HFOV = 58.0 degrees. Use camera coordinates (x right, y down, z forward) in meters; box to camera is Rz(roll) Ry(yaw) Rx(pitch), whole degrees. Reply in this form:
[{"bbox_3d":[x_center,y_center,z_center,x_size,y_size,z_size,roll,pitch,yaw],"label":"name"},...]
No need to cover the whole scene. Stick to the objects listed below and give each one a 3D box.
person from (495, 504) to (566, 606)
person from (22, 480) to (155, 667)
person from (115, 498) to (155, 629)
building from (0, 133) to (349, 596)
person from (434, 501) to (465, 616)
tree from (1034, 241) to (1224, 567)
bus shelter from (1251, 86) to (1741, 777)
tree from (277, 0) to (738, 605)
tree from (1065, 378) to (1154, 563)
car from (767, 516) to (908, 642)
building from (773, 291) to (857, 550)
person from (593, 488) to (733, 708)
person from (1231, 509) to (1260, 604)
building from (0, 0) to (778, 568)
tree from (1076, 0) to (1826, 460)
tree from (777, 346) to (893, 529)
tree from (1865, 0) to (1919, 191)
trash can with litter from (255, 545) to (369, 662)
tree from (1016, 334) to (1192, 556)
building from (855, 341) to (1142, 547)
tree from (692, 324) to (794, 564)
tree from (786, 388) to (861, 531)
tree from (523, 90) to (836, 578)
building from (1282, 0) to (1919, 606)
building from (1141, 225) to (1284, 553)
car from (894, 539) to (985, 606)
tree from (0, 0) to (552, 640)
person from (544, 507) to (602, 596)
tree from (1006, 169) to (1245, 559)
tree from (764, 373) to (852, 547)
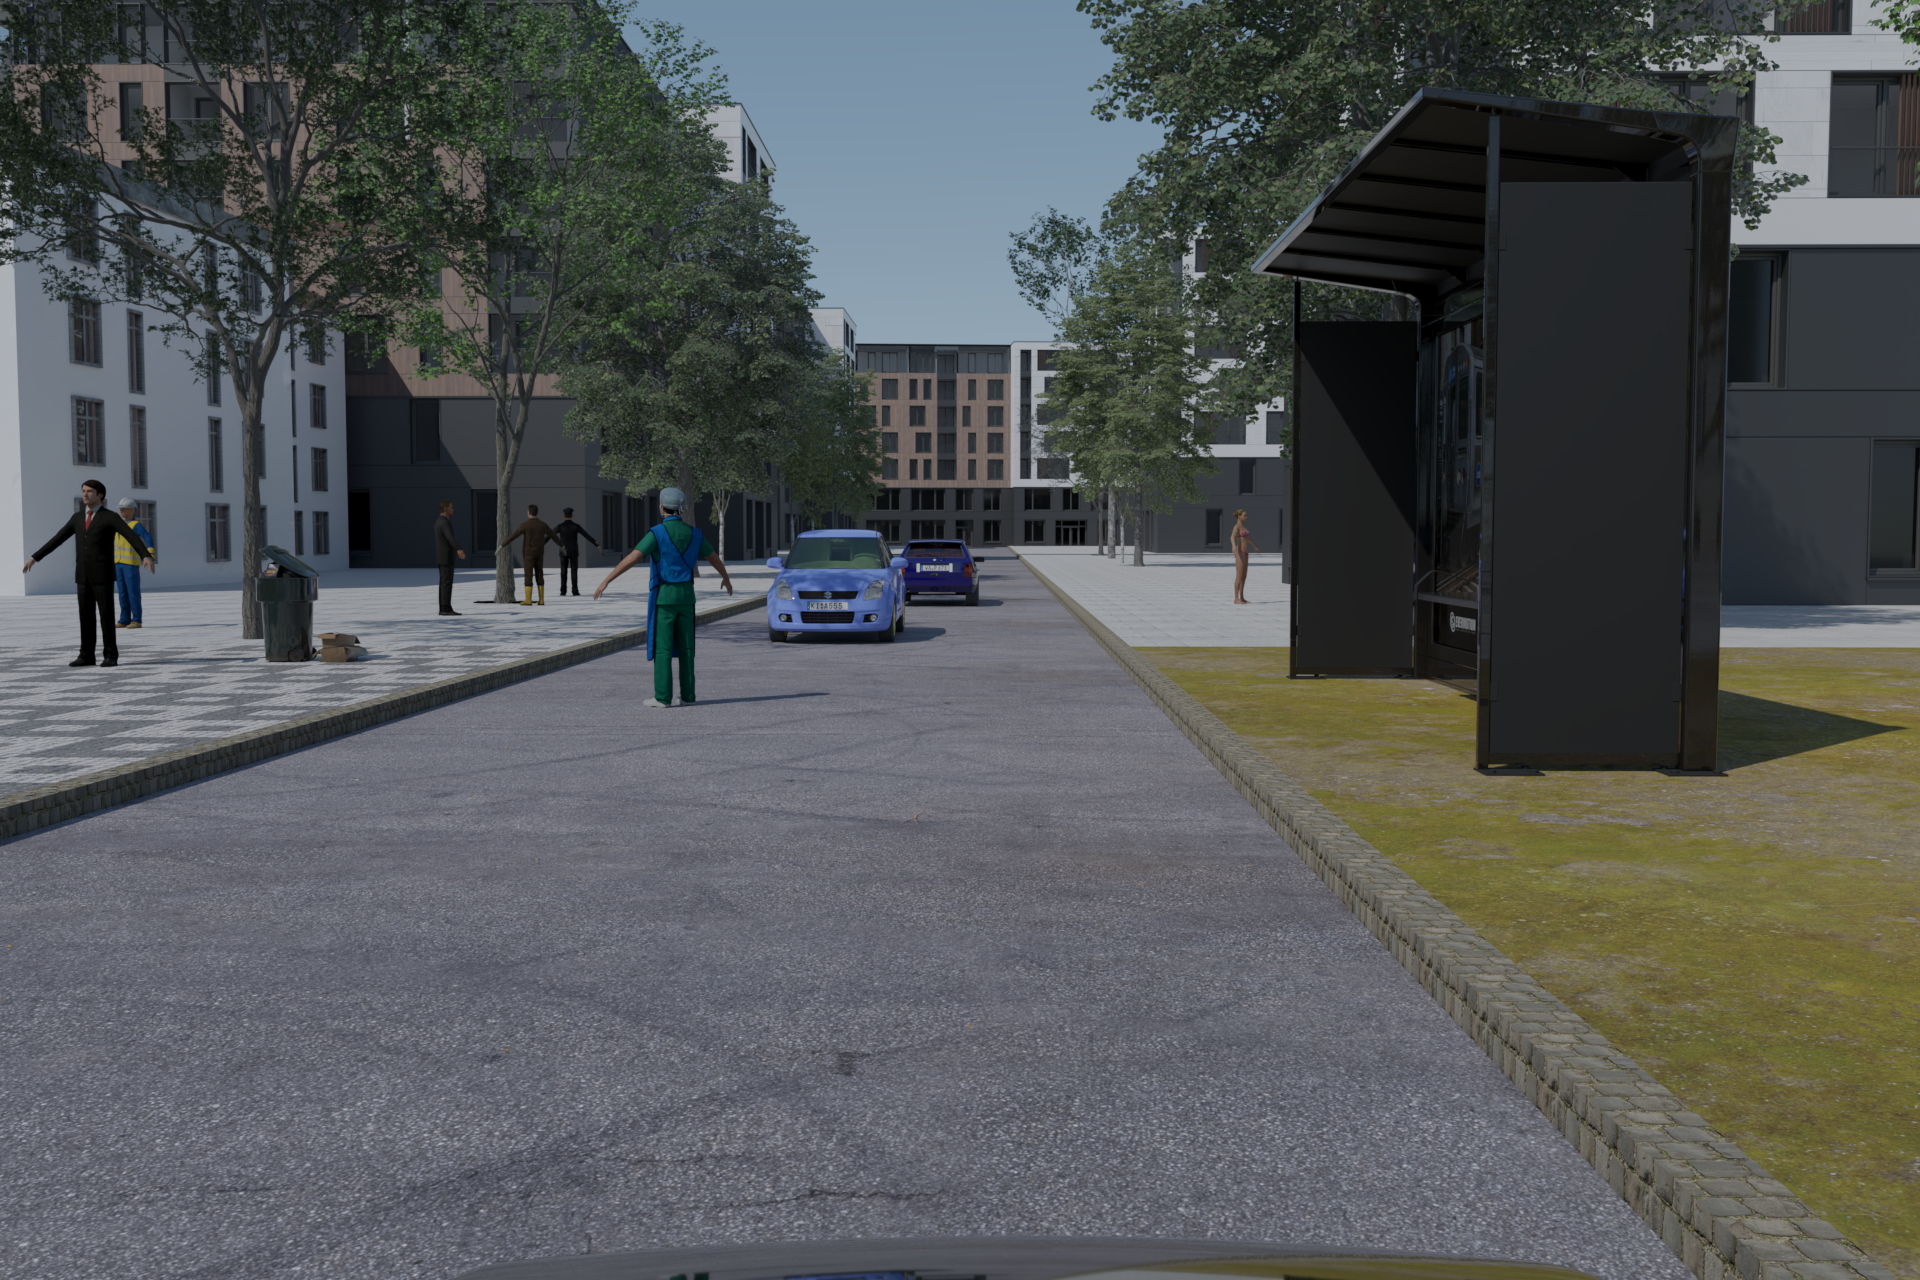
[{"bbox_3d":[-7.655,-1.523,31.035,1.346,1.812,0.704,-3,4,-37],"label":"person"},{"bbox_3d":[-8.386,-0.647,16.764,1.347,1.806,0.705,0,4,7],"label":"person"},{"bbox_3d":[-11.371,-1.044,23.531,1.216,1.772,0.721,2,4,24],"label":"person"},{"bbox_3d":[-23.511,-6.577,49.682,9.099,9.664,28.070,0,4,1],"label":"building"},{"bbox_3d":[-8.063,-1.287,27.267,0.704,1.802,1.346,-2,4,-29],"label":"person"},{"bbox_3d":[6.634,-9.154,67.794,7.486,12.596,7.792,0,3,0],"label":"tree"},{"bbox_3d":[3.355,-1.281,12.229,1.731,3.624,6.357,0,4,1],"label":"bus shelter"},{"bbox_3d":[-8.263,-6.486,31.799,9.928,11.665,9.643,0,3,0],"label":"tree"},{"bbox_3d":[7.363,-7.696,76.192,4.360,8.622,3.978,0,3,0],"label":"tree"},{"bbox_3d":[-1.671,-0.888,24.114,1.945,1.707,3.694,0,4,1],"label":"car"},{"bbox_3d":[-24.474,-18.992,154.492,27.936,21.610,32.646,0,4,1],"label":"building"},{"bbox_3d":[-2.407,-0.355,14.395,1.347,1.817,0.704,-3,5,-43],"label":"person"},{"bbox_3d":[5.244,-1.531,31.828,0.721,1.733,1.217,2,4,30],"label":"person"},{"bbox_3d":[-24.309,-14.460,80.391,27.936,21.610,32.646,0,4,1],"label":"building"},{"bbox_3d":[6.323,-7.151,23.575,9.857,13.997,8.962,0,3,0],"label":"tree"},{"bbox_3d":[-7.917,-11.451,105.357,7.486,12.596,7.792,0,3,0],"label":"tree"},{"bbox_3d":[9.436,-5.274,11.984,9.928,11.665,9.643,0,3,0],"label":"tree"},{"bbox_3d":[-6.539,-0.374,17.504,1.055,1.170,0.624,0,4,1],"label":"trash can with litter"},{"bbox_3d":[8.297,-11.764,102.708,12.009,13.543,11.850,0,3,0],"label":"tree"},{"bbox_3d":[2.433,-21.365,195.754,32.646,21.610,27.936,0,4,-4],"label":"building"},{"bbox_3d":[-8.489,-6.699,59.895,4.360,8.622,3.978,0,3,0],"label":"tree"},{"bbox_3d":[-7.081,-8.282,85.774,4.737,8.622,4.395,0,3,0],"label":"tree"},{"bbox_3d":[-7.934,-8.791,50.394,9.857,13.997,8.962,0,3,0],"label":"tree"},{"bbox_3d":[22.335,-12.391,46.562,27.936,21.610,32.646,0,4,1],"label":"building"},{"bbox_3d":[27.458,-17.551,130.940,27.936,21.610,32.646,0,4,1],"label":"building"},{"bbox_3d":[-0.465,-1.417,35.743,1.945,1.354,3.894,0,4,1],"label":"car"},{"bbox_3d":[-8.700,-5.267,20.536,8.767,10.594,7.601,0,4,6],"label":"tree"},{"bbox_3d":[-8.132,-1.841,36.036,1.347,1.837,0.705,0,4,-5],"label":"person"},{"bbox_3d":[9.093,-14.258,89.001,12.611,20.169,13.585,0,3,0],"label":"tree"},{"bbox_3d":[-7.157,-7.686,76.023,4.737,8.622,4.395,0,3,0],"label":"tree"}]
